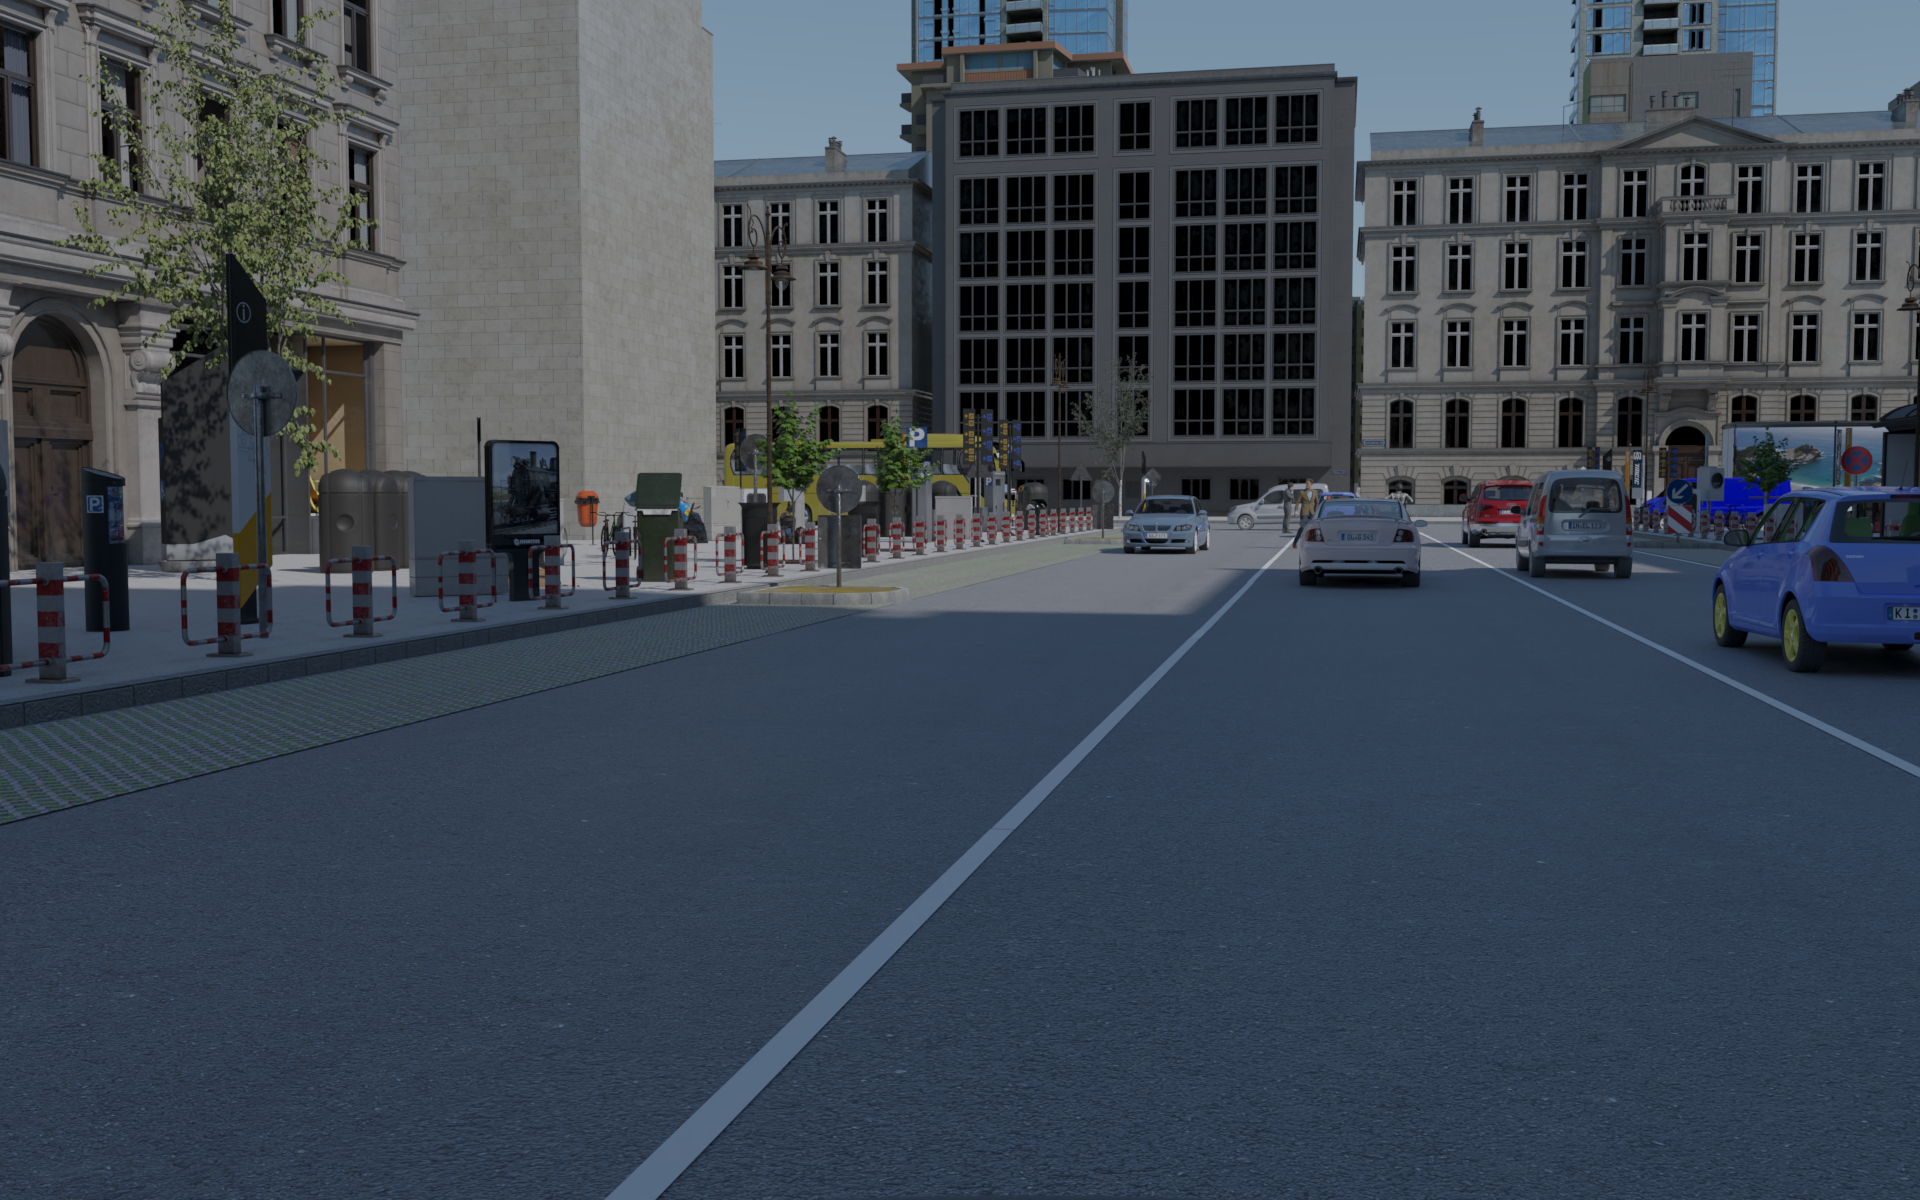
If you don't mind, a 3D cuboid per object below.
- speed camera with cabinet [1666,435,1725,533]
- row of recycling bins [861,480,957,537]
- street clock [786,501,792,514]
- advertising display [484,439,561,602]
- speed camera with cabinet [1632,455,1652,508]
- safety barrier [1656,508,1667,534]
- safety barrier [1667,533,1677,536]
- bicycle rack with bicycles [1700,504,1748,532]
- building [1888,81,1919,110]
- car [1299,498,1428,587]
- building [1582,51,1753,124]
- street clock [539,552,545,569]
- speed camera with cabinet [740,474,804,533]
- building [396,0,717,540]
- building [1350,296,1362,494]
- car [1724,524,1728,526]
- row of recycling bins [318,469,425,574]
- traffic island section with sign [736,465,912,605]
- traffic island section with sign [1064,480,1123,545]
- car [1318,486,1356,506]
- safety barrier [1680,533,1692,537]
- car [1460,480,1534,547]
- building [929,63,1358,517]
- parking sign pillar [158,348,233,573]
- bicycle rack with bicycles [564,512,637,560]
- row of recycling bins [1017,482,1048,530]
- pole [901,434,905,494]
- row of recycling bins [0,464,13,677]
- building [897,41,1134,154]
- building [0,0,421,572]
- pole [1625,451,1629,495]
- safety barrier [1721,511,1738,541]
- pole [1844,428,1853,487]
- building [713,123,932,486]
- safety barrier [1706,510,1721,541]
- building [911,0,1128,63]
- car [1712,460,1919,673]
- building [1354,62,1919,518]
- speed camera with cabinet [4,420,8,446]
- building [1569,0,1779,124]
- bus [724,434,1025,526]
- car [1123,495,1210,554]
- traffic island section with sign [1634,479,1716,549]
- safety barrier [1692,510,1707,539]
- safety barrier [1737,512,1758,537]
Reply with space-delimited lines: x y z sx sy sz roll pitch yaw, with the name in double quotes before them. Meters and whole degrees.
"speed camera with cabinet" 24.296 -3.844 57.187 2.038 3.252 0.660 -2 4 -25
"row of recycling bins" -1.666 -2.735 51.836 3.534 1.692 1.069 -2 4 -31
"street clock" -6.241 -3.585 63.181 0.358 2.002 0.471 -3 4 -37
"advertising display" -5.237 -0.952 20.777 0.123 1.923 0.974 3 5 43
"speed camera with cabinet" 35.051 -5.792 89.029 0.660 3.252 2.038 2 4 33
"safety barrier" 22.485 -2.495 55.069 0.300 0.817 1.120 1 4 12
"safety barrier" 22.070 -2.380 53.182 0.300 0.817 1.120 1 4 12
"bicycle rack with bicycles" 26.222 -2.856 60.079 2.925 0.926 2.852 -1 4 -19
"building" 111.957 -34.187 182.665 21.600 48.544 21.300 1 4 12
"car" 6.563 -0.974 28.288 2.083 1.381 4.827 1 4 14
"building" 66.138 -29.452 165.131 14.154 41.232 14.086 1 4 12
"street clock" -6.819 -1.424 27.851 0.471 2.002 0.358 2 4 34
"speed camera with cabinet" -5.997 -3.701 54.845 2.038 3.252 0.660 -2 4 -25
"building" -17.499 -12.209 54.362 16.860 20.320 10.420 1 4 12
"building" 56.502 -29.679 256.957 14.107 30.474 14.160 1 4 12
"car" 35.354 -3.911 75.946 4.499 1.417 2.014 1 4 13
"row of recycling bins" -9.875 -1.373 29.554 1.069 1.692 3.534 0 4 3
"traffic island section with sign" -1.722 -0.886 23.120 1.989 1.847 2.006 1 4 12
"traffic island section with sign" 4.121 -2.520 49.830 1.989 1.847 2.006 1 4 12
"car" 12.556 -2.946 57.757 1.945 1.707 3.694 1 4 11
"safety barrier" 21.659 -2.265 51.309 0.300 0.817 1.120 1 4 12
"car" 14.994 -2.392 47.779 2.281 1.827 5.304 1 4 13
"building" 11.173 -18.938 103.146 24.014 27.812 14.314 1 4 12
"parking sign pillar" -12.595 -2.468 28.821 1.447 3.967 1.447 -3 4 -36
"bicycle rack with bicycles" -7.483 -1.318 34.925 2.852 0.926 2.925 0 4 -4
"row of recycling bins" 2.667 -3.406 62.795 1.069 1.692 3.534 0 4 -2
"pole" -1.945 -3.981 58.934 0.158 3.312 0.155 0 3 0
"row of recycling bins" -7.890 -0.369 13.140 1.069 1.692 3.534 -3 4 -37
"building" 6.160 -31.621 171.626 22.147 44.769 28.867 1 4 12
"building" -21.224 -10.397 20.895 10.553 20.767 40.483 1 4 12
"pole" 31.741 -5.419 82.443 0.158 3.312 0.155 0 3 0
"safety barrier" 20.423 -1.920 45.673 0.300 0.817 1.120 1 4 12
"pole" 27.318 -3.637 53.309 0.158 3.312 0.155 0 3 0
"building" -18.186 -17.780 109.792 34.723 24.649 14.460 1 4 12
"safety barrier" 20.836 -2.035 47.545 0.300 0.817 1.120 1 4 12
"building" 7.351 -54.506 203.843 31.000 86.520 22.319 1 4 12
"car" 7.754 -0.334 15.044 1.945 1.707 3.694 1 4 11
"building" 39.936 -17.017 97.310 34.723 24.649 14.460 1 4 12
"speed camera with cabinet" -12.090 -1.560 19.837 2.038 3.252 0.660 -1 4 -10
"building" 74.112 -53.356 185.041 22.319 86.520 31.000 1 4 12
"bus" -3.581 -4.916 71.926 12.252 3.916 2.896 1 4 12
"car" 5.181 -1.899 43.047 2.014 1.417 4.499 1 4 14
"traffic island section with sign" 18.887 -2.292 46.101 1.989 1.847 2.006 1 4 12
"safety barrier" 21.248 -2.151 49.437 0.300 0.817 1.120 1 4 12
"safety barrier" 20.012 -1.805 43.792 0.300 0.817 1.120 1 4 12
